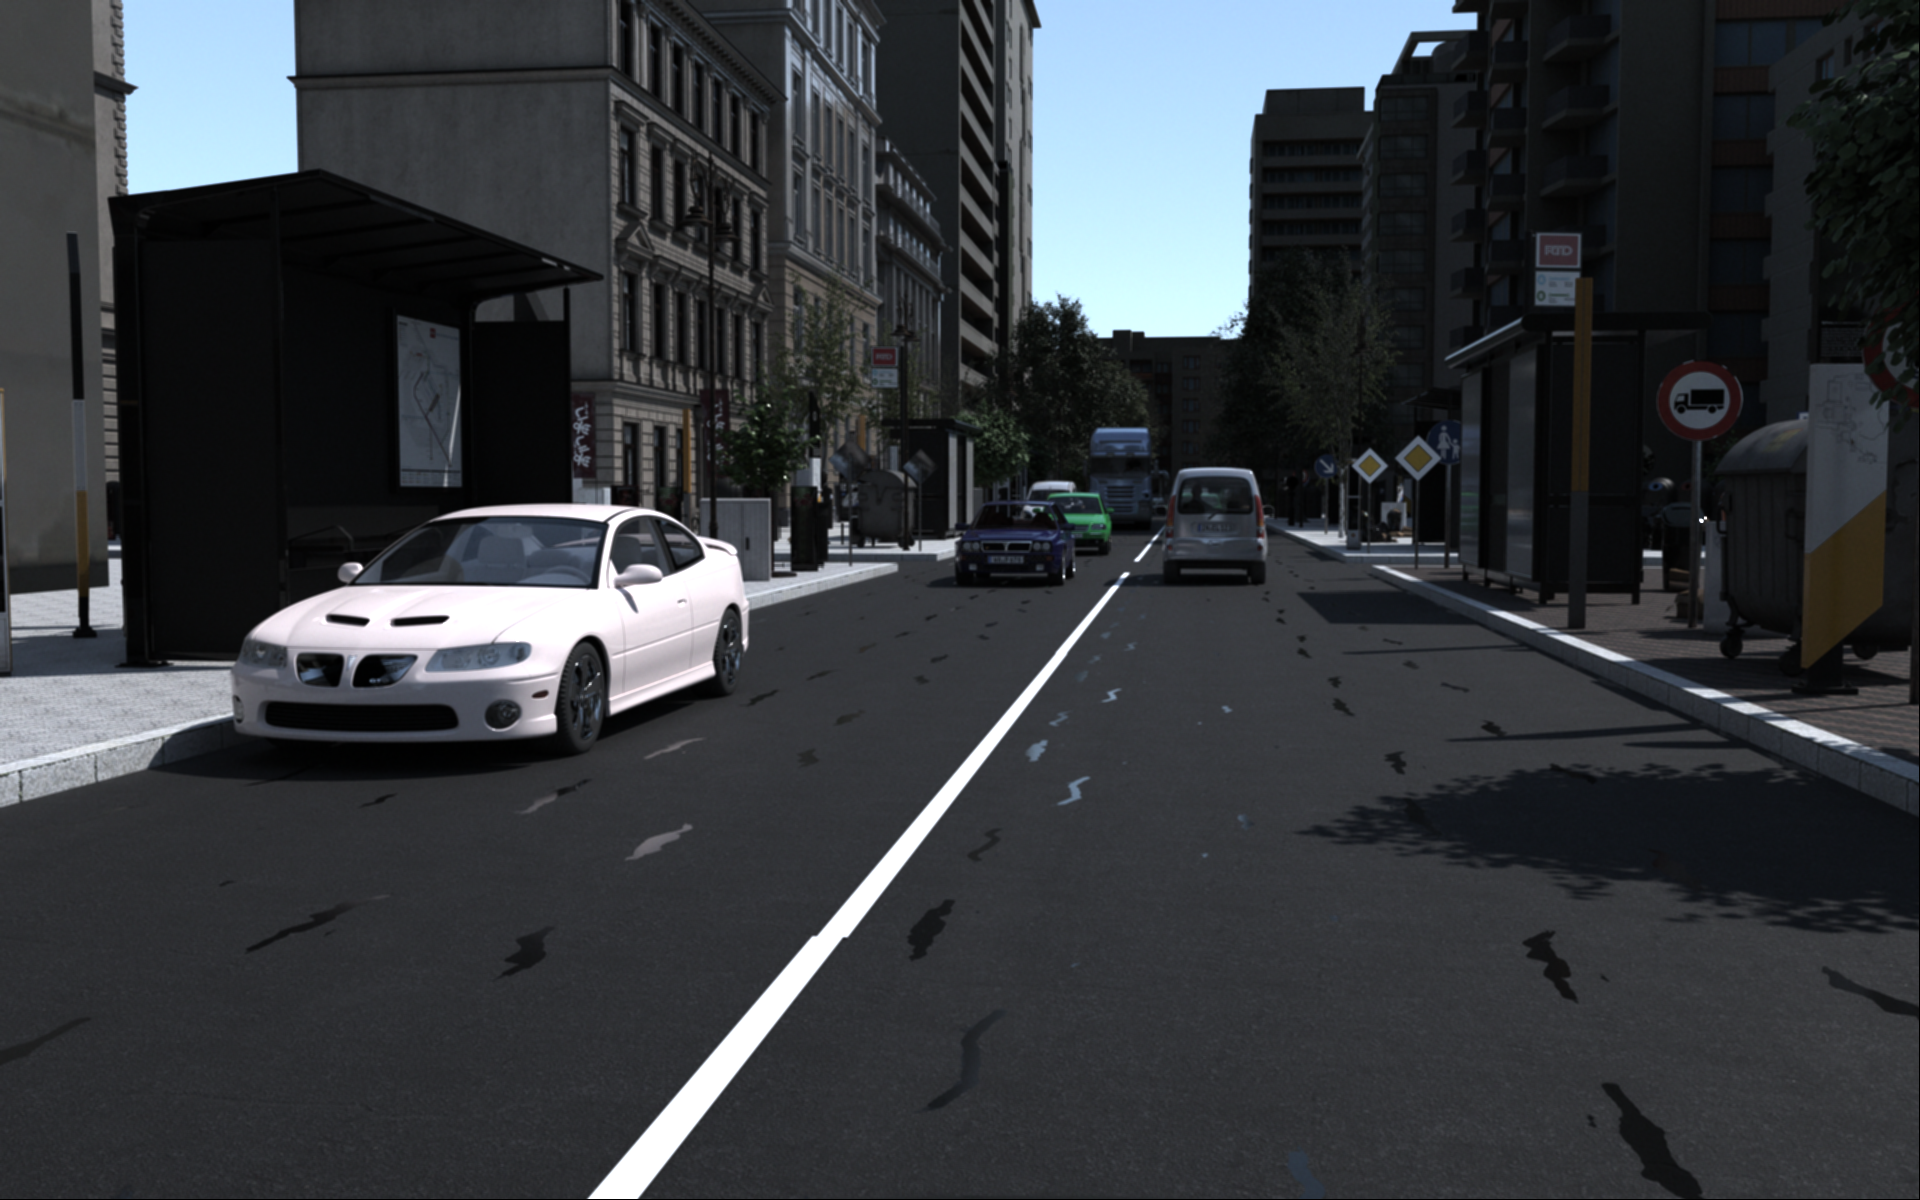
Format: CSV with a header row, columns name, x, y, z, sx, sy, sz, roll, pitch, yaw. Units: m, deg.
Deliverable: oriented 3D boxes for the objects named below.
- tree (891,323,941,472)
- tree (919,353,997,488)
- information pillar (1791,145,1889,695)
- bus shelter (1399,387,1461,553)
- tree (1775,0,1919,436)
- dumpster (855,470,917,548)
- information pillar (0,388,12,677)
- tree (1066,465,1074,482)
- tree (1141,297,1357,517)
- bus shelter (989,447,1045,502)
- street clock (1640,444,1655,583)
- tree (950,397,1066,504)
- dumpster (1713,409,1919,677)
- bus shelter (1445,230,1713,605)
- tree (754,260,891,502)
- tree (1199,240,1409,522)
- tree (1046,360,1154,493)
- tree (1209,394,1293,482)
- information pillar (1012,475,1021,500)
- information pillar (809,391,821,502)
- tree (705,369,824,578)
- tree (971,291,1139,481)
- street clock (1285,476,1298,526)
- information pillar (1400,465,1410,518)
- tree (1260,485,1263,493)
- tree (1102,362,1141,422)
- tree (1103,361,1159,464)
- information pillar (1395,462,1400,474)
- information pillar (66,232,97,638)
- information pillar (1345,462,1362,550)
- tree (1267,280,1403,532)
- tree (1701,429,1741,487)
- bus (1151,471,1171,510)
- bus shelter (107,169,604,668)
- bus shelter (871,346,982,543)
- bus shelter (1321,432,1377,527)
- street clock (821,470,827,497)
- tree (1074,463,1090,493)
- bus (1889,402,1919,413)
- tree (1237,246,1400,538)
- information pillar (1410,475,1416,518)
name,x,y,z,sx,sy,sz,roll,pitch,yaw
tree,-2.542,-7.436,71.945,4.737,8.622,4.395,0,3,0
tree,-0.133,-8.521,89.677,4.360,8.622,3.978,0,3,0
information pillar,5.648,-1.204,11.038,0.504,3.616,0.183,0,4,0
bus shelter,11.615,-3.041,40.997,1.731,3.624,6.357,0,4,8
tree,5.610,-1.498,8.199,4.285,4.588,4.351,0,3,0
dumpster,-1.791,-2.207,41.835,1.264,1.857,1.865,0,4,8
information pillar,-6.857,-0.466,12.107,0.304,2.012,0.304,-3,5,-41
tree,2.800,-5.865,79.605,4.285,4.588,4.351,0,3,0
tree,17.577,-11.303,95.176,12.009,13.543,11.850,0,3,0
bus shelter,2.251,-4.722,71.136,2.014,3.302,5.546,0,4,8
street clock,9.787,-1.256,25.098,0.471,2.002,0.358,-1,4,-19
tree,0.822,-4.602,58.957,4.285,4.588,4.351,0,3,0
dumpster,6.443,-0.426,12.727,1.264,1.857,1.865,0,4,7
bus shelter,8.115,-2.849,24.209,2.179,5.291,8.768,0,4,7
tree,-4.514,-6.405,55.090,4.737,8.622,4.395,0,3,0
tree,15.483,-9.867,78.332,9.611,12.733,9.660,0,3,0
tree,8.257,-10.833,111.529,8.767,10.594,7.601,0,4,3
tree,24.378,-13.195,141.492,9.928,11.665,9.643,0,3,0
information pillar,2.089,-3.727,65.421,0.304,2.012,0.304,2,4,28
information pillar,-3.330,-2.958,39.722,0.183,3.616,0.504,1,4,17
tree,-3.116,-1.984,27.047,1.663,3.219,1.824,0,3,0
tree,5.409,-11.078,98.138,9.611,12.733,9.660,0,3,0
street clock,13.384,-3.995,69.890,0.471,2.002,0.358,-1,4,-22
information pillar,24.405,-6.307,94.471,0.504,3.616,0.183,1,4,19
tree,25.500,-9.443,148.992,1.663,3.219,1.824,0,3,0
tree,14.812,-15.213,159.105,12.009,13.543,11.850,0,3,0
tree,13.160,-13.986,146.791,7.486,12.596,7.792,0,3,0
information pillar,28.001,-7.292,110.581,0.504,3.616,0.183,2,4,33
information pillar,-7.838,-1.471,15.405,0.183,3.616,0.504,-2,4,-29
information pillar,9.084,-2.164,39.881,0.304,2.012,0.304,1,4,21
tree,12.764,-6.637,58.877,4.737,8.622,4.395,0,3,0
tree,22.847,-3.463,51.218,1.663,3.219,1.824,0,3,0
bus,14.677,-8.470,133.337,2.948,3.499,13.247,1,4,9
bus shelter,-5.069,-1.496,15.741,1.731,3.624,6.357,0,4,7
bus shelter,-0.993,-4.401,49.595,2.179,5.291,8.768,0,4,8
bus shelter,15.310,-4.713,68.348,1.731,3.624,6.357,0,4,7
street clock,-4.161,-2.841,51.023,0.471,2.002,0.358,2,4,25
tree,8.474,-8.460,122.031,4.285,4.588,4.351,0,3,0
bus,23.206,-2.442,31.476,12.252,3.916,2.896,0,4,6
tree,10.970,-6.128,50.557,4.360,8.622,3.978,0,3,0
information pillar,18.896,-4.900,71.469,0.183,3.616,0.504,-1,4,-12
